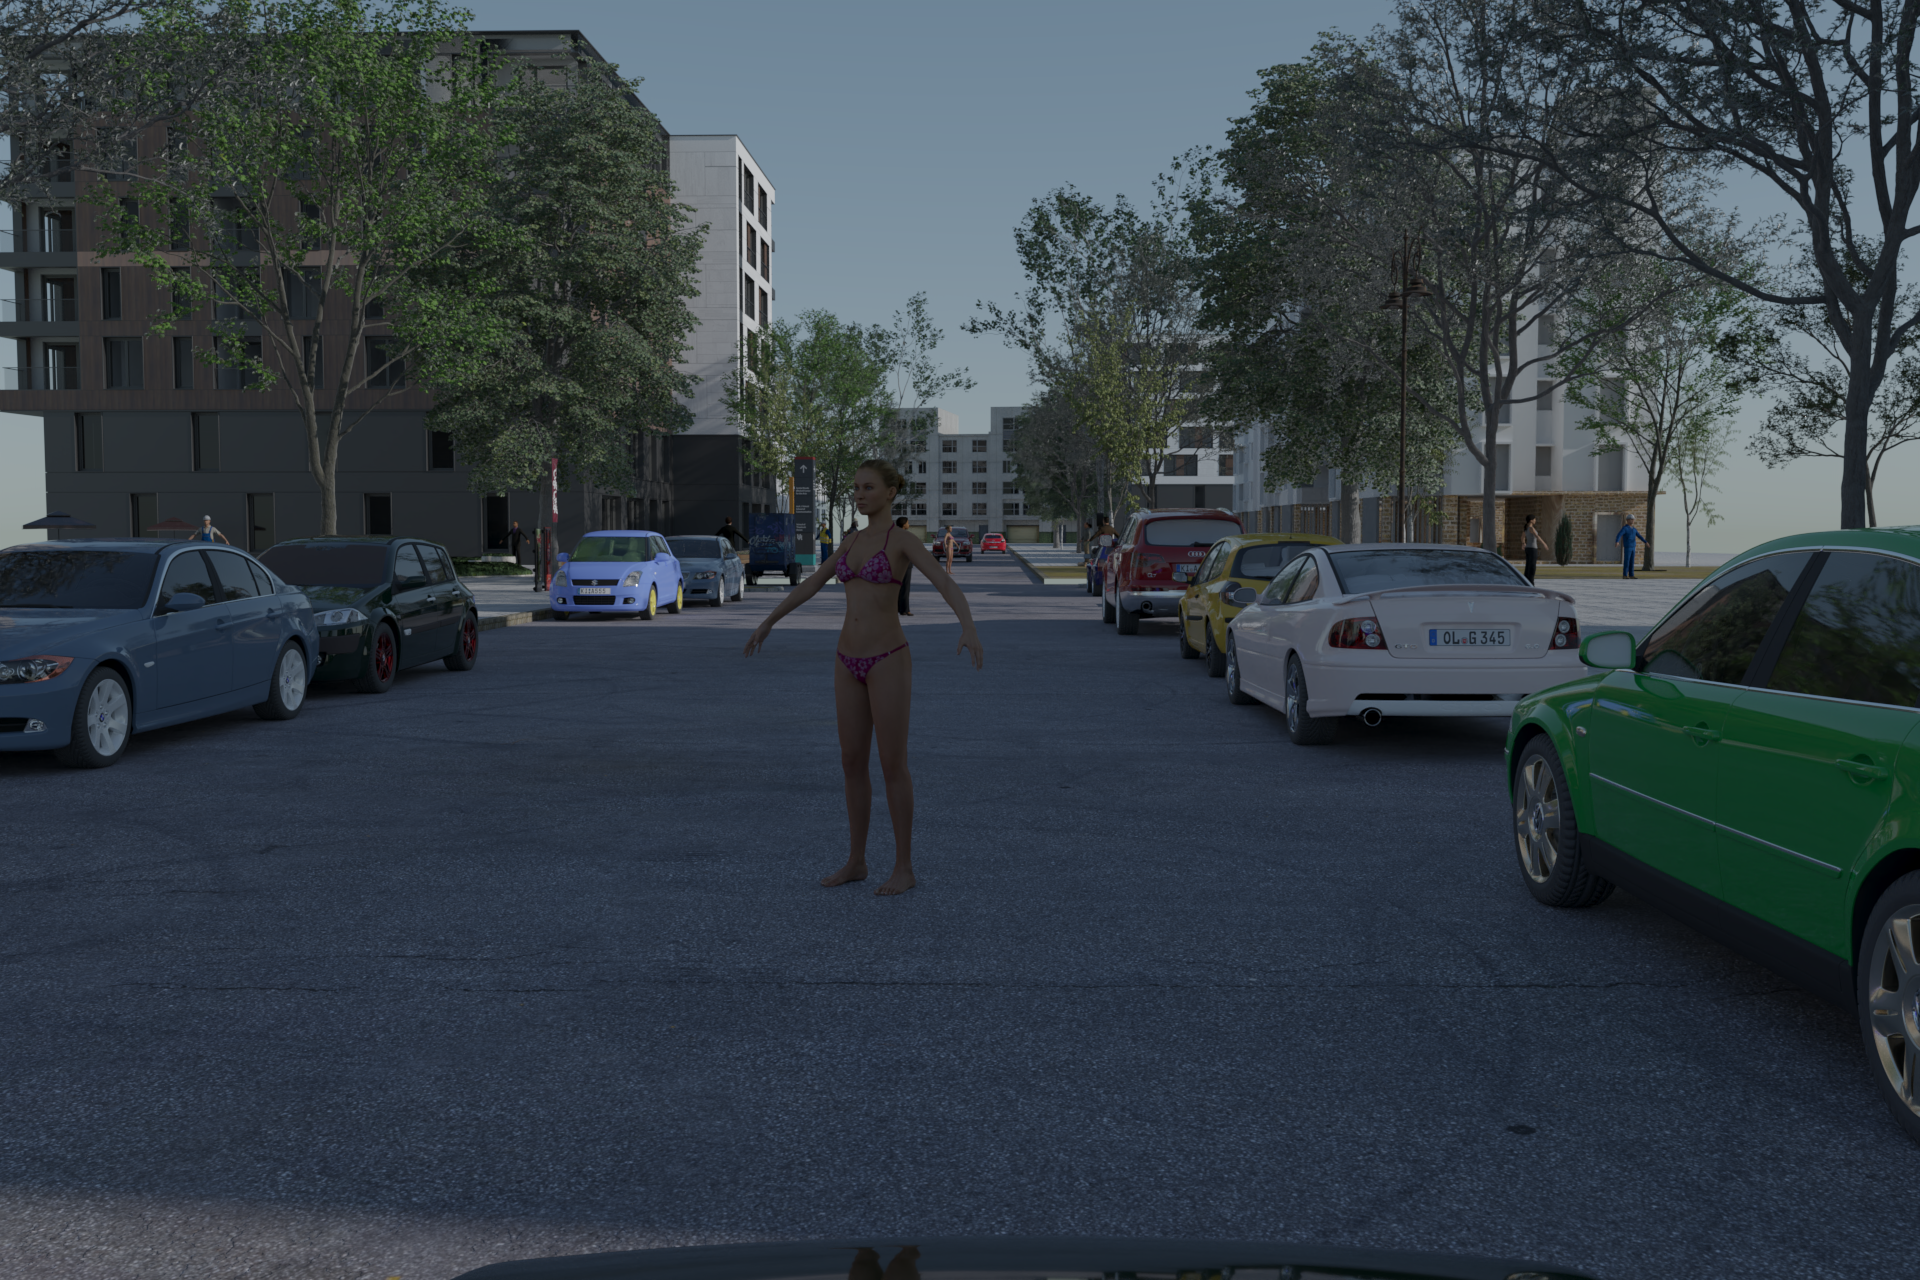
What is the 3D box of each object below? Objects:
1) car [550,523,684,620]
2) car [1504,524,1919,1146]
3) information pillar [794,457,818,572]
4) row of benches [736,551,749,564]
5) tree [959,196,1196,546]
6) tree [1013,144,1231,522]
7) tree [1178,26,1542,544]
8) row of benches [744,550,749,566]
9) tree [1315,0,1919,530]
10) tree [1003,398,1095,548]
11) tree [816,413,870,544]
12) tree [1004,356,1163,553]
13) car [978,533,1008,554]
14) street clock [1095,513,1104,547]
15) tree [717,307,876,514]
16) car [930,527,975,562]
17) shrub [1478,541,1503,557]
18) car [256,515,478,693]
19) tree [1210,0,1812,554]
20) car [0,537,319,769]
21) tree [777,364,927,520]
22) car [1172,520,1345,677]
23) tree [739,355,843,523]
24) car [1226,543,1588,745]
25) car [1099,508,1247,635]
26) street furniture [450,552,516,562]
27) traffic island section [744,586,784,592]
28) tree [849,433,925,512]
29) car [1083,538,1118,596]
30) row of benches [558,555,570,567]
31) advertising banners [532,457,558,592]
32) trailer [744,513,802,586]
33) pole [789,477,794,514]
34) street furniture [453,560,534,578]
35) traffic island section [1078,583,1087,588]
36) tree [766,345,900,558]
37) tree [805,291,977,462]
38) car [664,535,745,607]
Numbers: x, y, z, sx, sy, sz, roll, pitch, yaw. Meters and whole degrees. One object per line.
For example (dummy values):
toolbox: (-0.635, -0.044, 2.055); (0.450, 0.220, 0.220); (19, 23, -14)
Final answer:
car: (-5.901, -1.244, 29.933); (1.945, 1.707, 3.694); (0, 4, 1)
car: (3.097, 0.214, 5.295); (1.959, 1.807, 4.718); (0, 3, 0)
information pillar: (-5.204, -4.212, 58.248); (0.750, 3.857, 0.750); (0, 4, 2)
row of benches: (-7.799, -2.981, 64.196); (4.104, 0.672, 1.422); (-2, 4, -30)
tree: (6.825, -14.826, 98.298); (12.611, 20.169, 13.585); (0, 3, 0)
tree: (9.579, -13.935, 83.723); (12.611, 20.169, 13.585); (0, 3, 0)
tree: (10.071, -8.409, 44.150); (9.857, 13.997, 8.962); (0, 3, 0)
row of benches: (-9.413, -3.273, 68.980); (4.104, 0.672, 1.422); (0, 4, -4)
tree: (9.433, -6.578, 17.919); (12.009, 13.543, 11.850); (0, 3, 0)
tree: (8.793, -15.255, 156.074); (9.857, 13.997, 8.962); (0, 3, 0)
tree: (-7.159, -9.287, 102.203); (4.737, 8.622, 4.395); (0, 3, 0)
tree: (7.831, -12.504, 114.811); (12.009, 13.543, 11.850); (0, 3, 0)
car: (2.389, -7.075, 124.714); (2.155, 1.783, 4.494); (0, 4, 1)
street clock: (4.764, -3.325, 58.938); (0.358, 2.002, 0.471); (0, 4, 2)
tree: (-7.386, -9.360, 78.796); (9.928, 11.665, 9.643); (0, 3, 0)
car: (-0.375, -4.960, 89.765); (2.281, 1.827, 5.304); (0, 4, 1)
shrub: (17.009, -2.734, 55.810); (1.383, 1.207, 1.383); (0, 3, 0)
car: (-6.003, -0.429, 16.809); (2.009, 1.686, 4.222); (0, 4, 1)
tree: (9.953, -7.473, 32.551); (12.009, 13.543, 11.850); (0, 3, 0)
car: (-6.045, -0.008, 12.131); (2.014, 1.417, 4.499); (0, 4, 2)
tree: (-7.381, -12.795, 119.567); (12.009, 13.543, 11.850); (0, 3, 0)
car: (3.358, -0.519, 18.715); (2.015, 1.641, 3.980); (0, 4, 1)
tree: (-7.215, -7.382, 71.064); (4.737, 8.622, 4.395); (0, 3, 0)
car: (3.191, -0.047, 13.126); (2.083, 1.381, 4.827); (0, 4, 0)
car: (3.271, -1.068, 26.140); (2.281, 1.827, 5.304); (0, 4, 1)
street furniture: (-19.498, -2.838, 62.023); (5.734, 0.657, 10.072); (-2, 4, -31)
traffic island section: (-5.523, -1.289, 43.945); (1.991, 0.108, 1.994); (0, 4, 2)
tree: (-6.637, -13.465, 154.564); (7.601, 10.594, 8.767); (-2, 4, -35)
car: (3.928, -1.745, 41.116); (1.945, 1.354, 3.894); (0, 4, 1)
row of benches: (-11.648, -2.668, 59.086); (4.104, 0.672, 1.422); (-2, 4, -28)
advertising banners: (-9.303, -2.617, 38.976); (0.090, 3.025, 2.074); (0, 4, 2)
trailer: (-5.204, -2.472, 47.471); (1.471, 1.999, 3.904); (0, 4, 1)
pole: (-6.031, -4.169, 62.014); (0.158, 3.312, 0.155); (0, 3, 0)
street furniture: (-16.749, -2.116, 50.226); (5.734, 0.657, 10.072); (1, 4, 22)
traffic island section: (4.182, -1.449, 46.552); (1.991, 0.108, 1.994); (0, 4, 0)
tree: (-6.840, -10.242, 93.214); (9.928, 11.665, 9.643); (0, 3, 0)
tree: (-5.401, -17.089, 135.297); (12.611, 20.169, 13.585); (0, 3, 0)
car: (-5.516, -1.443, 35.602); (2.014, 1.417, 4.499); (0, 4, 1)
